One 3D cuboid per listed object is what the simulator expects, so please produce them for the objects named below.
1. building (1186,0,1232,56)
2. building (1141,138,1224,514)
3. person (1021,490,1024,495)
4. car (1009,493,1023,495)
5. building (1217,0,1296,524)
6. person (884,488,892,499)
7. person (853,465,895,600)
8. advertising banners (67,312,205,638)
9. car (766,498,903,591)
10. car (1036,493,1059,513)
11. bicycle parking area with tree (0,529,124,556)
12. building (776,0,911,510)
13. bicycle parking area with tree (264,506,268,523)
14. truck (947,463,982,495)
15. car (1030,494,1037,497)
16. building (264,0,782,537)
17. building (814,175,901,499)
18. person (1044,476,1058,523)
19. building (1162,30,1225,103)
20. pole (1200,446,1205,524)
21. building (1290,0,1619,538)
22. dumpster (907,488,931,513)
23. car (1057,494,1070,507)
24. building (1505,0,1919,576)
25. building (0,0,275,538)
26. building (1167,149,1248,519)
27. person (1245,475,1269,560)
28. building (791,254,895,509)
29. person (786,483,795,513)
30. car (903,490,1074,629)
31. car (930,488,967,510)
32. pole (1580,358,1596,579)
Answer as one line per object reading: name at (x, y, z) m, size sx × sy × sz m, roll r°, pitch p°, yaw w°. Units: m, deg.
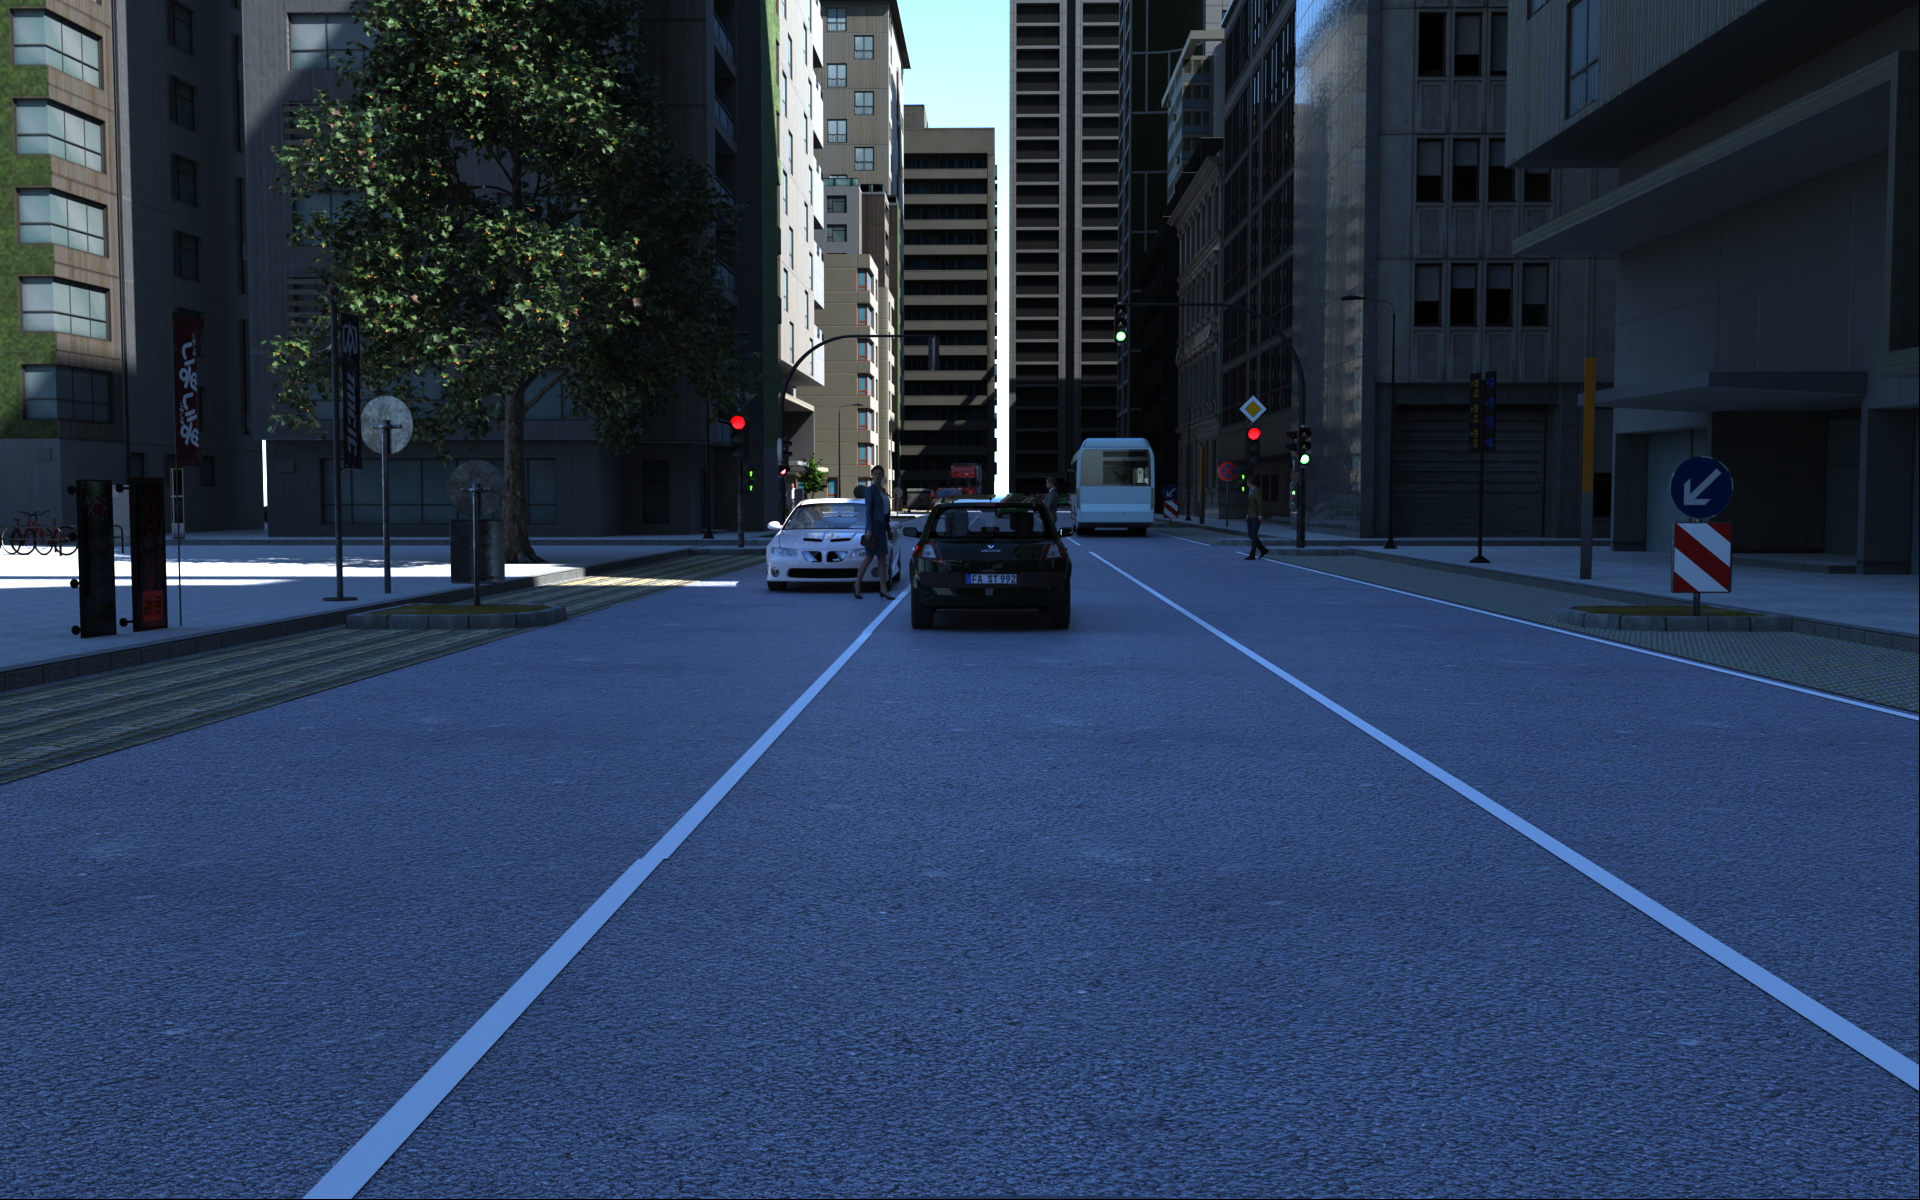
building at (23.666, -44.346, 163.310) m, size 20.563 × 71.187 × 20.611 m, roll 0°, pitch 4°, yaw 1°
building at (18.963, -17.514, 116.035) m, size 12.332 × 23.373 × 15.834 m, roll 0°, pitch 4°, yaw 1°
person at (6.717, -10.811, 185.289) m, size 0.705 × 1.821 × 1.348 m, roll -2°, pitch 4°, yaw -25°
car at (3.145, -5.821, 103.965) m, size 1.959 × 1.807 × 4.718 m, roll 0°, pitch 4°, yaw -1°
building at (19.547, -17.123, 73.476) m, size 14.314 × 27.812 × 24.014 m, roll 0°, pitch 4°, yaw 1°
person at (-5.533, -7.515, 129.731) m, size 0.721 × 1.723 × 1.217 m, roll 3°, pitch 4°, yaw 37°
person at (-1.162, -0.920, 23.571) m, size 0.654 × 1.822 × 0.581 m, roll 3°, pitch 5°, yaw 44°
advertising banners at (-7.653, -1.226, 16.241) m, size 0.090 × 3.025 × 2.074 m, roll 1°, pitch 4°, yaw 9°
car at (-1.919, -0.910, 27.234) m, size 2.083 × 1.381 × 4.827 m, roll 0°, pitch 4°, yaw 1°
car at (6.594, -7.676, 134.540) m, size 2.155 × 1.783 × 4.494 m, roll 0°, pitch 4°, yaw 2°
bicycle parking area with tree at (-22.161, -2.935, 34.989) m, size 9.016 × 4.147 × 8.231 m, roll 2°, pitch 4°, yaw 28°
building at (-19.650, -36.427, 184.812) m, size 27.495 × 52.752 × 28.713 m, roll 0°, pitch 4°, yaw 1°
bicycle parking area with tree at (-29.606, -5.300, 73.654) m, size 8.231 × 4.147 × 9.016 m, roll -3°, pitch 5°, yaw -42°
truck at (0.551, -10.432, 159.468) m, size 2.839 × 4.237 × 11.283 m, roll 0°, pitch 4°, yaw 3°
car at (7.375, -9.491, 167.180) m, size 2.014 × 1.417 × 4.499 m, roll 0°, pitch 4°, yaw 2°
building at (-13.745, -22.797, 56.326) m, size 14.154 × 41.232 × 14.086 m, roll 0°, pitch 4°, yaw 1°
building at (-12.920, -23.793, 160.724) m, size 14.160 × 30.474 × 14.107 m, roll 0°, pitch 4°, yaw 1°
person at (1.736, -1.633, 35.480) m, size 0.573 × 1.790 × 0.520 m, roll 0°, pitch 4°, yaw -4°
building at (29.726, -27.449, 140.670) m, size 32.217 × 40.220 × 23.993 m, roll 0°, pitch 4°, yaw 1°
pole at (10.351, -4.901, 73.977) m, size 0.158 × 3.312 × 0.155 m, roll 0°, pitch 3°, yaw 0°
building at (21.624, -14.498, 55.063) m, size 19.932 × 24.808 × 12.078 m, roll 0°, pitch 4°, yaw 1°
dumpster at (-3.154, -7.566, 131.921) m, size 1.865 × 1.857 × 1.264 m, roll 0°, pitch 4°, yaw 2°
car at (11.190, -10.862, 186.391) m, size 1.959 × 1.807 × 4.718 m, roll 0°, pitch 4°, yaw -1°
building at (25.448, -26.649, 24.954) m, size 28.713 × 52.752 × 27.495 m, roll 0°, pitch 4°, yaw 1°
building at (-32.722, -22.787, 56.156) m, size 14.086 × 41.232 × 14.154 m, roll 0°, pitch 4°, yaw 1°
building at (18.376, -15.969, 97.247) m, size 11.583 × 22.565 × 21.152 m, roll 0°, pitch 4°, yaw 1°
person at (6.464, -1.809, 37.987) m, size 0.836 × 1.842 × 0.656 m, roll -3°, pitch 5°, yaw -42°
building at (-19.974, -18.019, 139.643) m, size 27.650 × 21.520 × 28.899 m, roll 0°, pitch 4°, yaw 1°
person at (-8.289, -4.828, 85.073) m, size 0.679 × 1.850 × 0.850 m, roll 1°, pitch 4°, yaw 13°
car at (0.331, -0.614, 19.819) m, size 2.009 × 1.686 × 4.222 m, roll 0°, pitch 4°, yaw 0°
car at (-0.604, -5.708, 102.001) m, size 2.281 × 1.827 × 5.304 m, roll 0°, pitch 4°, yaw 1°
pole at (9.451, -1.970, 26.054) m, size 0.158 × 3.312 × 0.155 m, roll 0°, pitch 3°, yaw 0°
